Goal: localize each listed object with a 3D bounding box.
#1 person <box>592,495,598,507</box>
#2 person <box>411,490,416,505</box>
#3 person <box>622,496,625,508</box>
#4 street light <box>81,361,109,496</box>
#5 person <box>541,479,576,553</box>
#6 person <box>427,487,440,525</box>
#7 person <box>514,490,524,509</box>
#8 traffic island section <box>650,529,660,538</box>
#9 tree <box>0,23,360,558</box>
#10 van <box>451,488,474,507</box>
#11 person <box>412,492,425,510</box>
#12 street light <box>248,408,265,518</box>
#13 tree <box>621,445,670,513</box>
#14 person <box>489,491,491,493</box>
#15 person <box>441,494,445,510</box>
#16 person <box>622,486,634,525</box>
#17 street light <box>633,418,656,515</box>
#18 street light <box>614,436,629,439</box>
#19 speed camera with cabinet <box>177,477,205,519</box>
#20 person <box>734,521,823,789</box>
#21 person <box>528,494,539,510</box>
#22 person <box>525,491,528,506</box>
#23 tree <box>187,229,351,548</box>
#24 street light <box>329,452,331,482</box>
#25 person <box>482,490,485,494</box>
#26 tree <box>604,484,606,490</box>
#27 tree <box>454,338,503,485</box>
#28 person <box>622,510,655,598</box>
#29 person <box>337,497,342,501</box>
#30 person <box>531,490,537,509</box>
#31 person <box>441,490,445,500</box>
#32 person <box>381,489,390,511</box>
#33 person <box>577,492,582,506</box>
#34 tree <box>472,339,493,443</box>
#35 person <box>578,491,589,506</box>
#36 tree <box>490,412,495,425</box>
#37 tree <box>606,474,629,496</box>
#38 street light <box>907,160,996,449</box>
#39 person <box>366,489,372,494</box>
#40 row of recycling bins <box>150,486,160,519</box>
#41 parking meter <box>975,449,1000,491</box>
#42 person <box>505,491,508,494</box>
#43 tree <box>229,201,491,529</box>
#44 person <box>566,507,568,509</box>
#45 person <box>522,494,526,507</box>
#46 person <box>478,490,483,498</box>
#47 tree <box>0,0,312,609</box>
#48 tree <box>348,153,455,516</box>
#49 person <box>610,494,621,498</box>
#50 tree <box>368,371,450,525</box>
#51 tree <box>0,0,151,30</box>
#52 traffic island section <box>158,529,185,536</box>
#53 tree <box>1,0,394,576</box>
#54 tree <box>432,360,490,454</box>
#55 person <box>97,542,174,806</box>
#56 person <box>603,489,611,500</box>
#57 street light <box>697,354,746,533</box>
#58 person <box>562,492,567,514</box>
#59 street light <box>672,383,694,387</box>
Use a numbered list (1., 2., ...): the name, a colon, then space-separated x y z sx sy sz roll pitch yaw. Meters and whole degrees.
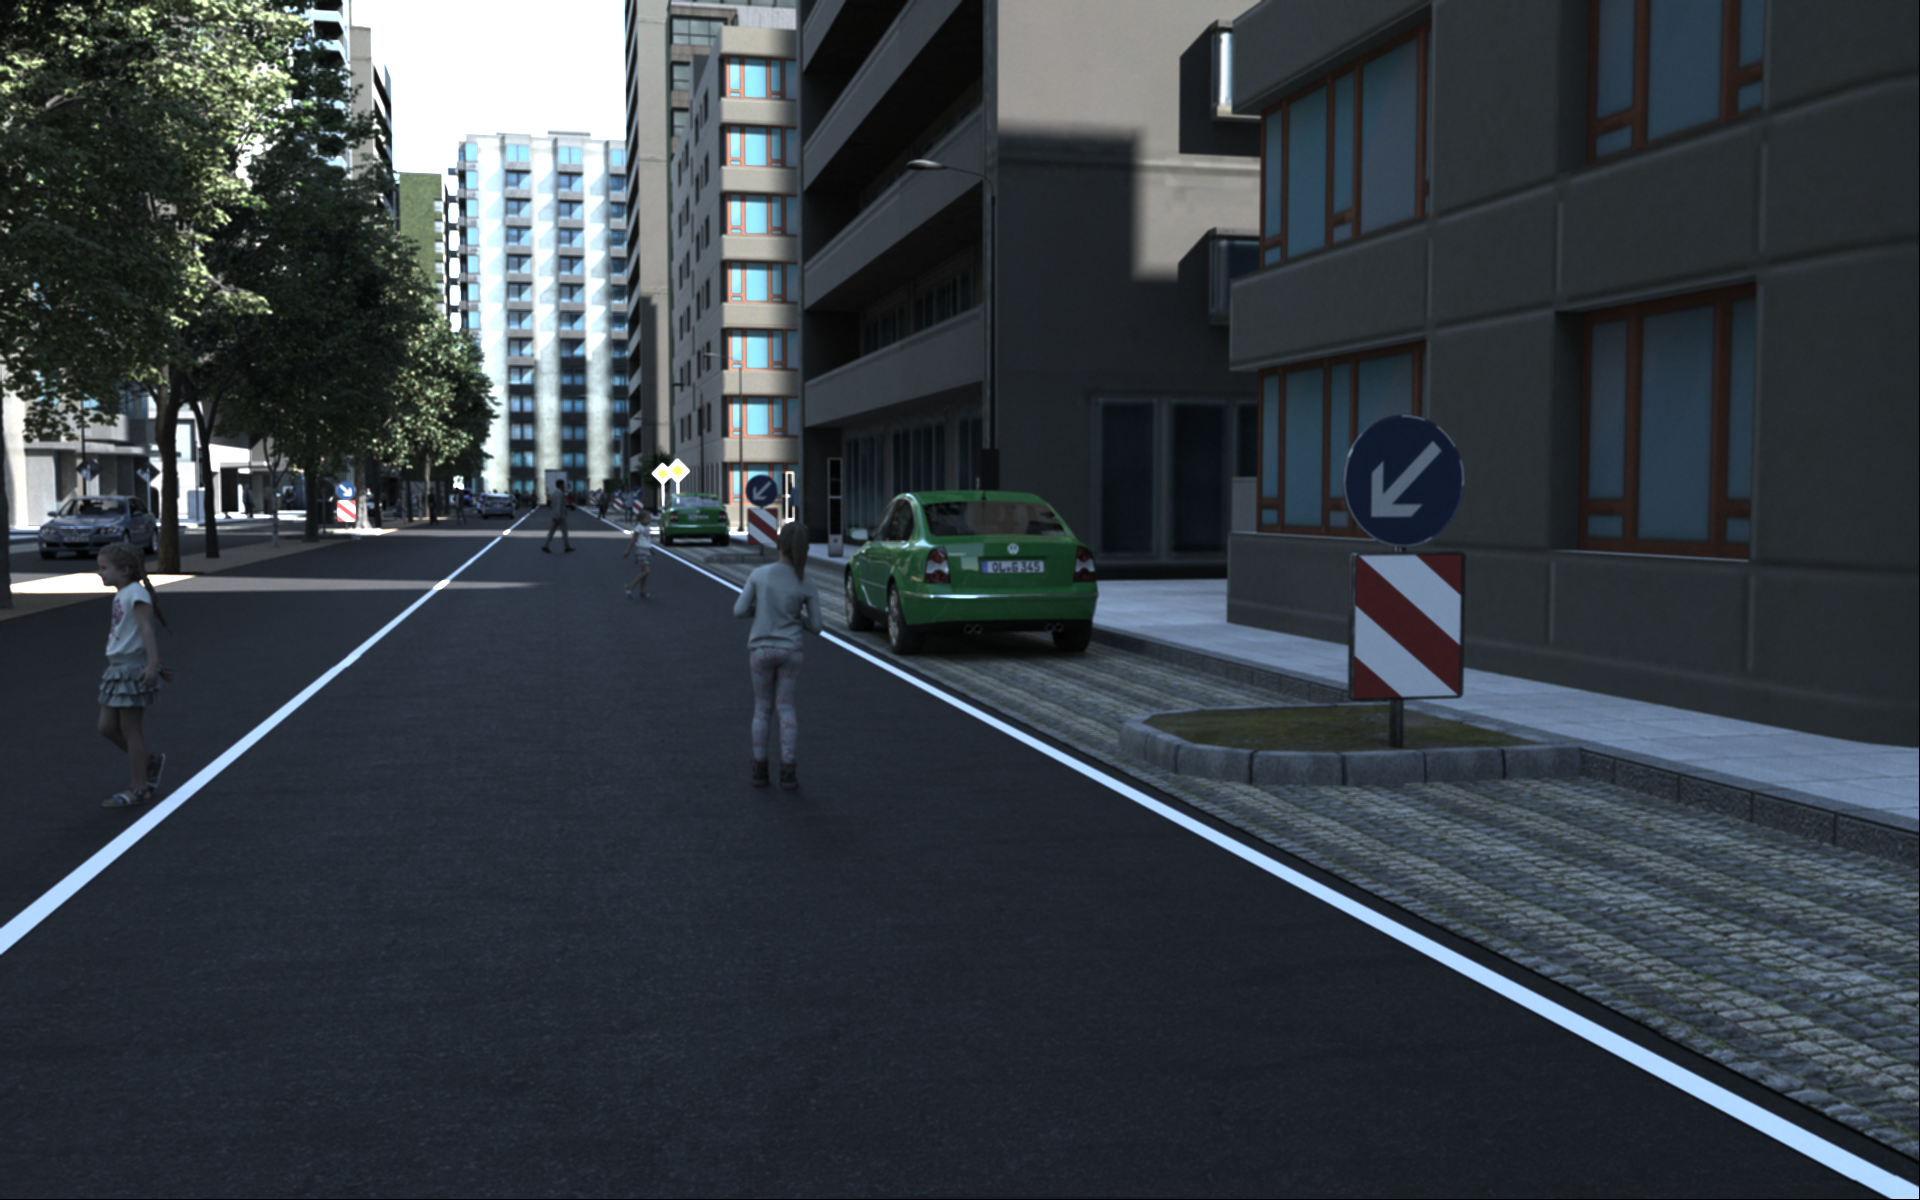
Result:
1. person: -35.828 -9.958 171.255 1.348 1.831 0.705 1 4 20
2. person: -65.454 -12.280 207.487 0.621 1.740 0.551 1 4 19
3. person: -32.050 -9.533 165.142 0.697 1.427 0.421 -2 4 -24
4. street light: -30.001 -5.375 60.429 1.470 5.913 1.316 -1 4 -13
5. person: -9.861 -2.061 42.468 0.850 1.792 0.678 -3 4 -38
6. person: -24.339 -4.345 79.956 0.534 1.772 0.576 -2 4 -26
7. person: -43.073 -9.809 168.501 1.348 1.869 0.705 0 4 -5
8. traffic island section: -9.282 -2.143 57.314 2.009 0.180 2.903 -1 4 -13
9. tree: -16.708 -6.223 38.614 8.767 10.594 7.601 -1 4 -13
10. van: -53.765 -11.183 187.227 2.240 2.365 5.245 -1 4 -11
11. person: -49.144 -9.064 157.427 1.217 1.736 0.721 0 4 -2
12. street light: -37.688 -7.388 93.328 1.470 5.913 1.316 -1 4 -13
13. tree: -20.046 -8.055 115.416 4.285 4.588 4.351 0 3 0
14. person: -53.457 -11.463 196.629 0.721 1.735 1.217 -2 4 -32
15. person: -46.074 -8.872 153.646 1.350 1.814 0.705 3 5 39
16. person: -15.235 -4.331 79.572 0.793 1.790 0.793 1 4 14
17. street light: -19.161 -8.128 105.436 1.470 5.913 1.316 -1 4 -13
18. street light: -26.912 -10.148 138.462 1.470 5.913 1.316 -1 4 -13
19. speed camera with cabinet: -40.302 -5.866 90.243 2.038 3.252 0.660 -1 4 -20
20. person: -0.902 0.262 8.500 0.425 1.301 0.394 -1 4 -21
21. person: -38.860 -8.952 158.117 1.065 1.426 0.557 0 4 -2
22. person: -50.357 -11.724 200.976 0.721 1.735 1.217 0 4 5
23. tree: -18.070 -5.668 45.496 4.737 8.622 4.395 0 3 0
24. street light: -45.426 -9.411 126.416 1.470 5.913 1.316 -1 4 -13
25. person: -39.734 -8.301 144.766 0.434 1.755 0.990 1 4 14
26. tree: -36.984 -11.567 183.722 1.663 3.219 1.824 0 3 0
27. tree: -33.373 -11.594 110.138 7.486 12.596 7.792 0 3 0
28. person: -4.417 -0.641 23.988 0.382 1.210 0.505 1 4 15
29. person: -39.153 -6.130 109.273 0.362 1.759 0.519 -1 4 -10
30. person: -40.059 -9.447 162.889 0.705 1.831 1.348 -3 5 -43
31. person: -48.864 -9.451 163.102 0.705 1.814 1.350 0 4 3
32. person: -48.035 -8.322 144.579 0.705 1.823 1.348 1 4 11
33. person: -45.197 -12.053 206.281 1.217 1.743 0.721 3 4 36
34. tree: -31.158 -10.581 101.213 9.928 11.665 9.643 0 3 0
35. person: -43.369 -11.683 199.499 1.348 1.826 0.705 -2 4 -28
36. tree: -27.685 -9.189 87.116 8.767 10.594 7.601 -1 4 -13
37. tree: -32.706 -10.497 166.222 1.663 3.219 1.824 0 3 0
38. street light: -0.060 -3.172 24.408 1.470 5.913 1.316 -1 4 -13
39. person: -42.112 -7.018 123.416 0.661 1.801 0.590 -2 4 -35
40. row of recycling bins: -42.932 -5.115 90.739 3.534 1.692 1.069 3 5 45
41. parking meter: 0.353 -1.025 22.471 0.255 1.863 0.399 -1 4 -13
42. person: -47.119 -10.440 179.856 0.551 1.740 0.621 1 4 20
43. tree: -23.013 -8.973 66.174 9.611 12.733 9.660 0 3 0
44. person: -38.603 -9.808 169.551 0.721 1.739 1.217 3 5 42
45. person: -46.806 -10.659 186.011 0.421 1.427 0.697 0 4 1
46. person: -45.339 -9.508 163.826 0.599 1.838 0.709 0 4 -2
47. tree: -12.188 -6.172 21.495 7.486 12.596 7.792 0 3 0
48. tree: -19.444 -8.002 51.422 7.486 12.596 7.792 0 3 0
49. person: -35.550 -10.559 178.687 1.348 1.823 0.705 -3 5 -44
50. tree: -26.076 -7.840 81.010 4.360 8.622 3.978 0 3 0
51. tree: -10.600 -4.689 13.540 8.767 10.594 7.601 -1 4 -13
52. traffic island section: -28.577 -2.369 61.007 2.009 0.180 2.903 -1 4 -13
53. tree: -13.842 -6.236 30.165 9.928 11.665 9.643 0 3 0
54. tree: -25.129 -8.428 74.669 8.767 10.594 7.601 -1 4 -13
55. person: -3.768 0.337 8.013 0.382 1.210 0.505 -3 5 -43
56. person: -29.845 -8.372 145.399 0.705 1.823 1.348 3 4 36
57. street light: -7.817 -5.198 57.531 1.470 5.913 1.316 -1 4 -13
58. person: -28.483 -7.078 124.253 0.654 1.822 0.581 3 5 41
59. street light: -11.376 -6.127 72.725 1.470 5.913 1.316 -1 4 -13
